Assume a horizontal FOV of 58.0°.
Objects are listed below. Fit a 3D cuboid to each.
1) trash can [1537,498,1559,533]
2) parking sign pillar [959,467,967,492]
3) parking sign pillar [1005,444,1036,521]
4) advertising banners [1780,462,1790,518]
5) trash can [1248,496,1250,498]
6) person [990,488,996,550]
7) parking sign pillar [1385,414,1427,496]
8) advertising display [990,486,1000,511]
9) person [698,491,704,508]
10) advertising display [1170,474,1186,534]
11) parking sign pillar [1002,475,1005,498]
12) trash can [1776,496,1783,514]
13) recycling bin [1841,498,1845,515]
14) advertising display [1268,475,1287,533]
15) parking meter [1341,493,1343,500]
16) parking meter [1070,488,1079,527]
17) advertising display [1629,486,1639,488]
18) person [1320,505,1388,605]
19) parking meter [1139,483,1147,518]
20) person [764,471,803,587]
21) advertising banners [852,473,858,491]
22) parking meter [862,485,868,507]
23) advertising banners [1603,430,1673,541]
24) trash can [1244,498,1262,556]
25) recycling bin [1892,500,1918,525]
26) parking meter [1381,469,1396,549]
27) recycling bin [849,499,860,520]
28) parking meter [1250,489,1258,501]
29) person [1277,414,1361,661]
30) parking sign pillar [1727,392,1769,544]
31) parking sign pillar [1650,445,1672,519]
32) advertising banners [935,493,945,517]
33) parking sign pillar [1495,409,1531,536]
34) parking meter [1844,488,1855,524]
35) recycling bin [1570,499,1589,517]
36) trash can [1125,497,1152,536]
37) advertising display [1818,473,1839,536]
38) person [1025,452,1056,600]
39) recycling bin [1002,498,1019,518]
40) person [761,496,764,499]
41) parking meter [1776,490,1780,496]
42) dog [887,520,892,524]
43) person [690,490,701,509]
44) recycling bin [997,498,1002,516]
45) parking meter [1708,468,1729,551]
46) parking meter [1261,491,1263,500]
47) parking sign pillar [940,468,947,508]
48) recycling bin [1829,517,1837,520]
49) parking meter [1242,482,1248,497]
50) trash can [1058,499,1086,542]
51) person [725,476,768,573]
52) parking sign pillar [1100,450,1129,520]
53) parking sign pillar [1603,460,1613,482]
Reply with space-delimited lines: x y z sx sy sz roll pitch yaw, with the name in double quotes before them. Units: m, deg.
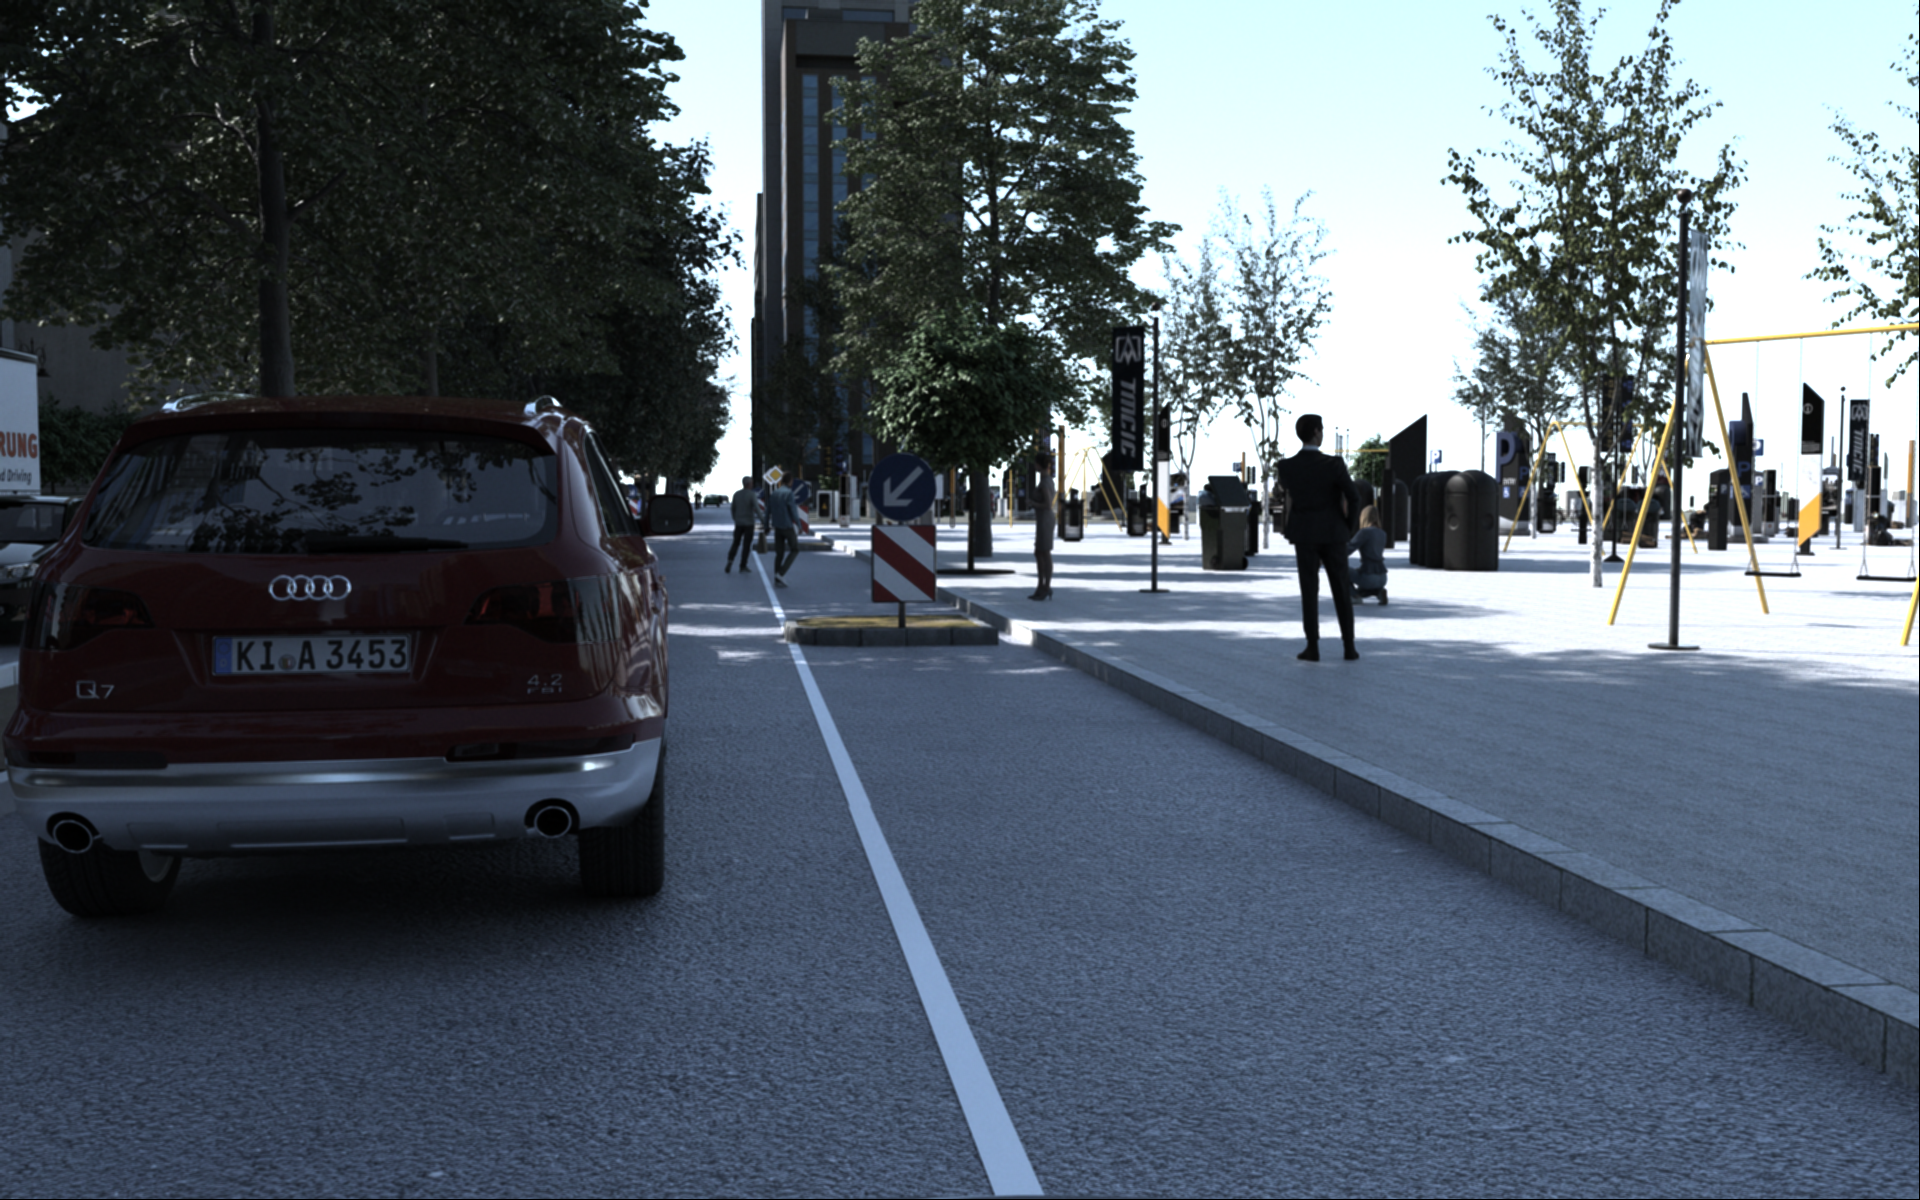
"trash can" 19.155 -2.746 56.547 0.748 1.137 0.748 0 3 0
"parking sign pillar" 0.246 -10.110 153.777 1.447 3.967 1.447 -1 4 -12
"parking sign pillar" 3.268 -5.871 84.470 1.447 3.967 1.447 2 4 27
"advertising banners" 44.886 -6.000 94.281 0.090 3.025 2.074 3 4 38
"trash can" 18.198 -6.033 110.297 0.748 1.137 0.748 0 3 0
"person" 0.541 -2.030 40.066 0.563 1.720 0.643 0 4 1
"parking sign pillar" 14.935 -4.254 58.027 1.447 3.967 1.447 -1 4 -9
"advertising display" 2.651 -7.644 130.192 0.974 1.923 0.123 -3 5 -43
"person" -26.144 -10.146 174.833 0.568 1.767 0.683 -1 4 -13
"advertising display" 6.961 -3.124 56.295 0.974 1.923 0.123 3 4 37
"parking sign pillar" 3.914 -9.099 137.232 1.447 3.967 1.447 3 5 42
"trash can" 50.122 -5.795 106.406 0.748 1.137 0.748 0 3 0
"recycling bin" 55.612 -5.863 108.406 0.722 1.027 0.722 1 4 10
"advertising display" 10.541 -3.189 57.360 0.123 1.923 0.974 -3 4 -37
"parking meter" 9.440 -2.329 43.786 0.399 1.863 0.255 3 5 43
"parking meter" 4.525 -3.678 68.551 0.372 1.533 0.369 0 3 0
"advertising display" 50.772 -7.678 130.753 0.974 1.923 0.123 3 5 44
"person" 4.592 -0.527 20.151 1.012 1.151 0.738 -2 4 -27
"parking meter" 9.871 -5.373 93.554 0.399 1.863 0.255 -1 4 -8
"person" -2.724 -1.085 26.587 0.601 1.785 0.444 3 5 43
"advertising banners" -7.960 -9.056 144.245 2.074 3.025 0.090 0 4 8
"parking meter" -6.356 -6.747 116.021 0.255 1.863 0.399 3 4 38
"advertising banners" 18.384 -3.115 47.126 2.074 3.025 0.090 0 4 -1
"trash can" 5.871 -1.479 35.831 0.748 1.137 0.748 0 3 0
"recycling bin" 39.105 -3.616 71.672 0.722 1.027 0.722 -2 4 -32
"parking meter" 10.043 -2.135 40.612 0.255 1.863 0.399 2 4 26
"recycling bin" -5.394 -4.447 85.260 0.722 1.027 0.722 2 4 27
"parking meter" 14.352 -4.662 84.637 0.372 1.533 0.369 0 3 0
"person" 2.785 -0.491 13.437 0.648 1.900 0.474 1 4 10
"parking sign pillar" 20.410 -3.475 45.283 1.447 3.967 1.447 1 4 17
"parking sign pillar" 36.478 -6.220 90.162 1.447 3.967 1.447 -3 4 -38
"advertising banners" -1.882 -6.068 95.396 2.074 3.025 0.090 0 4 0
"parking sign pillar" 17.067 -3.977 53.499 1.447 3.967 1.447 -1 4 -14
"parking meter" 37.879 -3.995 73.736 0.372 1.533 0.369 0 3 0
"recycling bin" 32.807 -4.841 91.708 0.722 1.027 0.722 0 4 -1
"trash can" 5.370 -2.502 52.561 0.748 1.137 0.748 0 3 0
"advertising display" 26.778 -2.967 53.718 0.123 1.923 0.974 -2 4 -35
"person" 0.972 -0.888 20.909 0.374 1.781 0.599 0 4 6
"recycling bin" 2.812 -4.928 93.130 0.722 1.027 0.722 -1 4 -12
"person" -22.927 -11.820 202.484 0.799 1.438 0.628 -1 4 -10
"parking meter" 51.283 -6.138 108.770 0.372 1.533 0.369 0 3 0
"dog" -2.314 -2.448 57.765 0.550 0.427 0.748 0 4 -4
"person" -24.610 -9.356 161.607 0.705 1.807 1.348 2 4 34
"recycling bin" 2.587 -5.336 99.794 0.722 1.027 0.722 -1 4 -13
"parking meter" 17.261 -2.062 39.431 0.399 1.863 0.255 -2 4 -27
"parking meter" 21.966 -7.147 125.271 0.372 1.533 0.369 0 3 0
"parking sign pillar" -1.248 -7.881 117.334 1.447 3.967 1.447 1 4 17
"recycling bin" 42.662 -4.450 85.316 0.722 1.027 0.722 -1 4 -18
"parking meter" 13.268 -4.589 80.744 0.255 1.863 0.399 1 4 20
"trash can" 3.032 -2.153 46.856 0.748 1.137 0.748 0 3 0
"person" -3.861 -1.378 31.521 0.782 1.767 0.515 2 4 26
"parking sign pillar" 7.741 -5.991 86.419 1.447 3.967 1.447 2 4 27
"parking sign pillar" 51.660 -9.209 139.046 1.447 3.967 1.447 0 4 5
